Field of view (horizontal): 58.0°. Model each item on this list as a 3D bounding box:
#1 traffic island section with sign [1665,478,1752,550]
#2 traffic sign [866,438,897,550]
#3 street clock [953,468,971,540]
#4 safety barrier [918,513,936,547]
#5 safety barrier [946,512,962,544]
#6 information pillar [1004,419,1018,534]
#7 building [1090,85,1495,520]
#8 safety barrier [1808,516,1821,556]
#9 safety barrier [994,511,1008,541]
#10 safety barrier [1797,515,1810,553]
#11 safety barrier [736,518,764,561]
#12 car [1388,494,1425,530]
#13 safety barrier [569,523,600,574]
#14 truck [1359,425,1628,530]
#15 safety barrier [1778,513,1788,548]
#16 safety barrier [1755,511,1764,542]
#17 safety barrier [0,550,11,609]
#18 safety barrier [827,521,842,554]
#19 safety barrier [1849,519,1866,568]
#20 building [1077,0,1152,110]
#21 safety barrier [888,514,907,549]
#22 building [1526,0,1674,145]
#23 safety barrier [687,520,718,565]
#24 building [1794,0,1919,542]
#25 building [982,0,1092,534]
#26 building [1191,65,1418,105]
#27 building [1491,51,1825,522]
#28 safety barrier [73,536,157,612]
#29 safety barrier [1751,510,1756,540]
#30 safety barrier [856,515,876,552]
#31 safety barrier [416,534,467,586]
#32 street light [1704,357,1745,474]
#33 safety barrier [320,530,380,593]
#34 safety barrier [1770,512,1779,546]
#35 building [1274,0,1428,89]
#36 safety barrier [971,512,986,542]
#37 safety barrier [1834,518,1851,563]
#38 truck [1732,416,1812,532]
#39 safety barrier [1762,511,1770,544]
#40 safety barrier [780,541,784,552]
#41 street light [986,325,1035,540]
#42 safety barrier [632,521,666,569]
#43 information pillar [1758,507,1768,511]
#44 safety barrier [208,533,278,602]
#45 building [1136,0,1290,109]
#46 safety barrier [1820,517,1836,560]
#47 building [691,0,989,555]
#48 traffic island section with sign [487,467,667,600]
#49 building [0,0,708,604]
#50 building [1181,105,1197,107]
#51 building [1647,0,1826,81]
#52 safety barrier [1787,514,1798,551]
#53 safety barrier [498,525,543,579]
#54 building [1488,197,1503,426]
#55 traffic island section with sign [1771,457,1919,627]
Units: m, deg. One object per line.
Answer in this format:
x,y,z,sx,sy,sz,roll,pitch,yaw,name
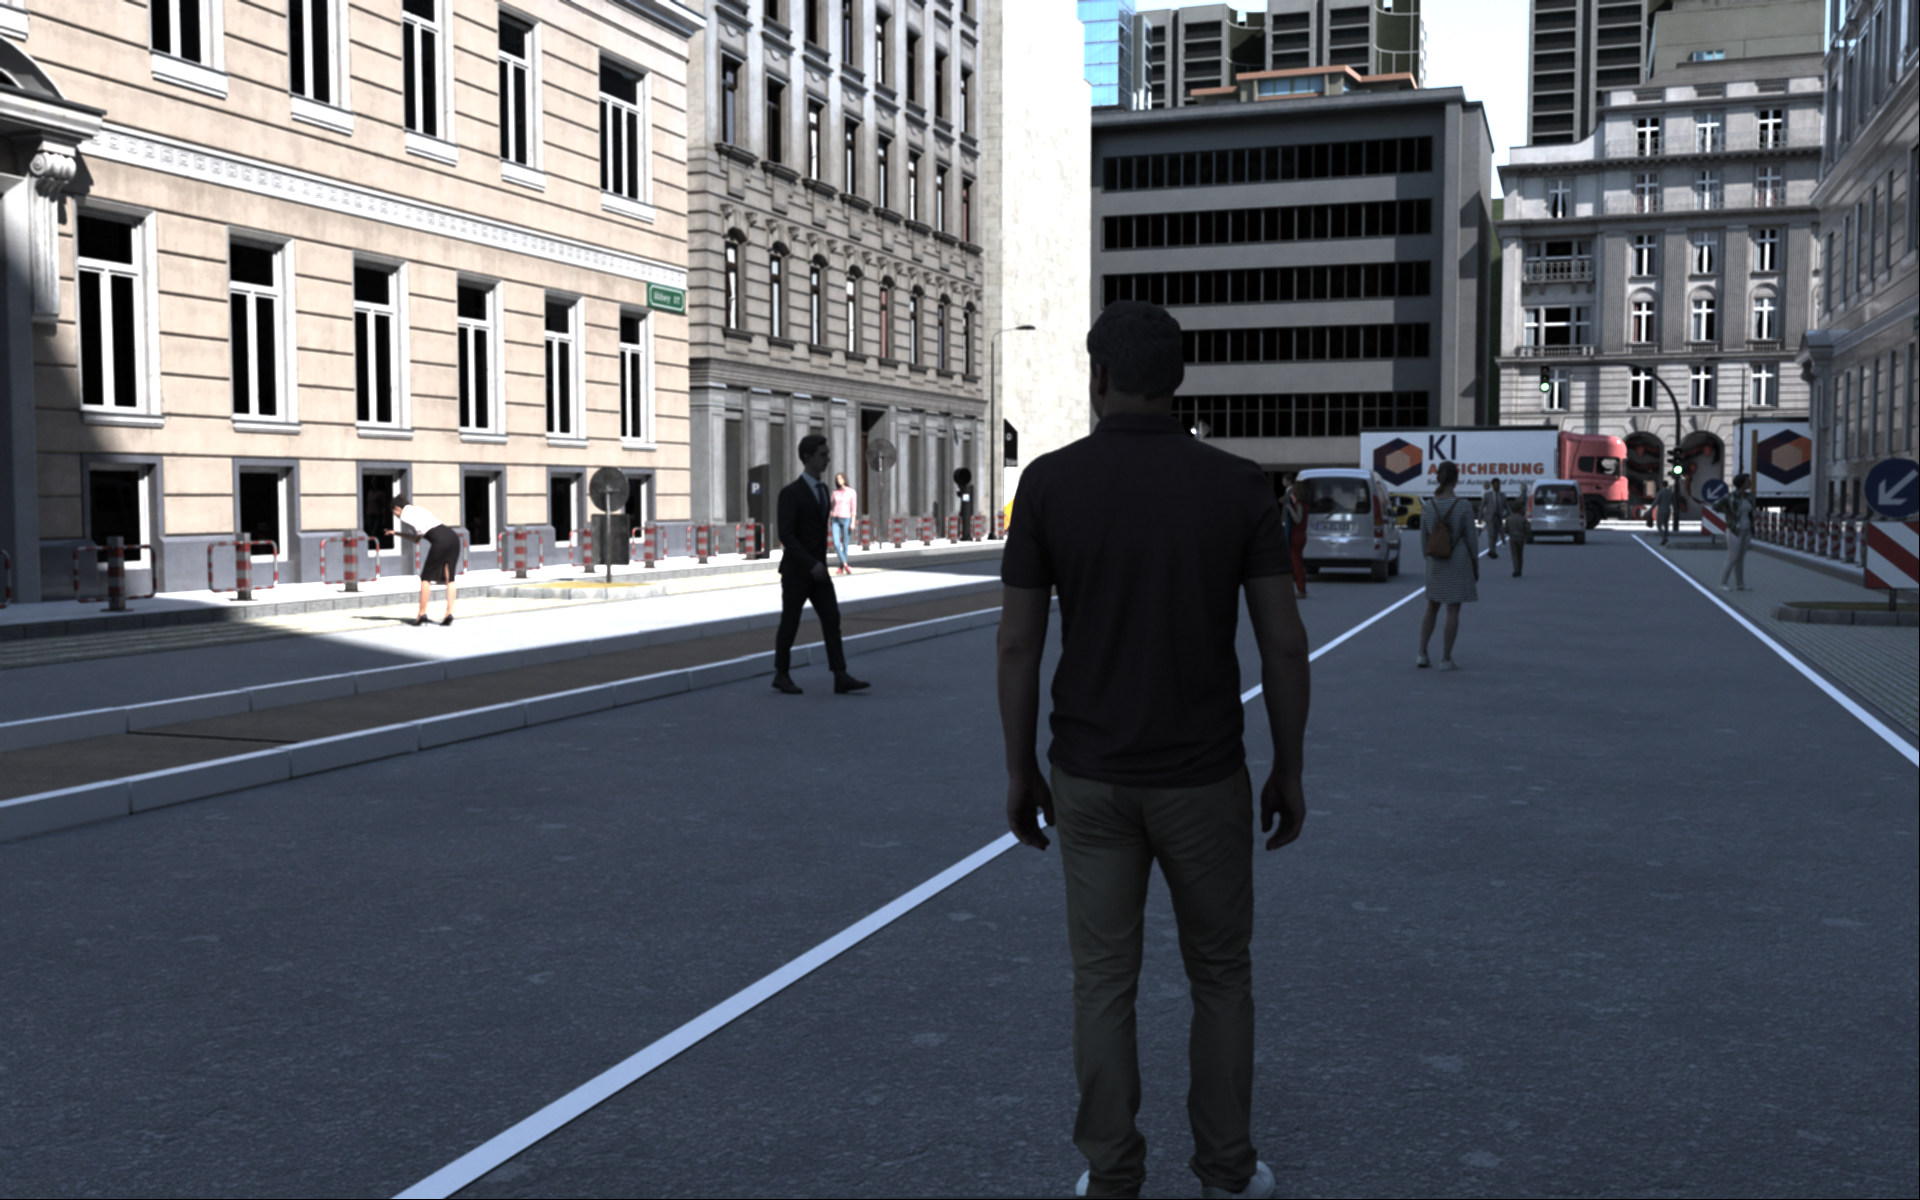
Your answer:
19.397,-2.219,44.913,1.989,1.847,2.006,1,4,20,traffic island section with sign
-1.825,-2.421,39.686,0.768,2.556,0.104,1,4,21,traffic sign
0.065,-2.657,48.005,0.471,2.002,0.358,-3,5,-39,street clock
-0.807,-1.719,42.382,0.300,0.817,1.120,1,4,20,safety barrier
-0.161,-1.830,44.187,0.300,0.817,1.120,1,4,20,safety barrier
1.561,-3.823,53.854,0.504,3.616,0.183,-2,4,-33,information pillar
12.843,-16.814,93.975,30.058,24.678,14.314,1,4,20,building
17.773,-1.308,35.668,0.300,0.817,1.120,1,4,20,safety barrier
1.136,-2.050,47.796,0.300,0.817,1.120,1,4,20,safety barrier
18.417,-1.419,37.474,0.300,0.817,1.120,1,4,20,safety barrier
-4.040,-1.166,33.346,0.300,0.817,1.120,1,4,20,safety barrier
17.149,-3.669,70.215,3.980,1.641,2.015,1,4,20,car
-5.979,-0.835,27.927,0.300,0.817,1.120,1,4,20,safety barrier
22.423,-5.079,71.962,11.283,4.237,2.839,1,4,18,truck
19.714,-1.640,41.091,0.300,0.817,1.120,1,4,20,safety barrier
21.651,-1.971,46.507,0.300,0.817,1.120,1,4,20,safety barrier
-9.859,-0.173,17.099,0.300,0.817,1.120,1,4,20,safety barrier
-2.744,-1.387,36.955,0.300,0.817,1.120,1,4,20,safety barrier
15.831,-0.976,30.241,0.300,0.817,1.120,1,4,20,safety barrier
11.306,-55.400,218.461,31.000,86.520,22.319,1,4,20,building
-1.453,-1.608,40.569,0.300,0.817,1.120,1,4,20,safety barrier
88.844,-48.966,238.849,20.611,71.187,20.563,1,4,20,building
-4.683,-1.056,31.540,0.300,0.817,1.120,1,4,20,safety barrier
30.428,-15.832,44.765,13.634,28.700,20.117,1,4,20,building
-4.808,-12.704,62.454,16.860,20.320,10.420,1,4,20,building
36.190,-32.166,180.538,22.147,44.769,28.867,1,4,20,building
38.730,-14.840,84.431,24.055,21.916,13.314,1,4,20,building
-9.210,-0.283,18.903,0.300,0.817,1.120,1,4,20,safety barrier
22.305,-2.082,48.319,0.300,0.817,1.120,1,4,20,safety barrier
-2.105,-1.498,38.762,0.300,0.817,1.120,1,4,20,safety barrier
-7.274,-0.614,24.319,0.300,0.817,1.120,1,4,20,safety barrier
25.894,-5.269,58.690,1.470,5.913,1.316,1,4,20,street light
-7.919,-0.504,22.513,0.300,0.817,1.120,1,4,20,safety barrier
20.357,-1.751,42.897,0.300,0.817,1.120,1,4,20,safety barrier
55.444,-49.618,249.505,20.611,71.187,20.563,1,4,20,building
0.485,-1.940,45.992,0.300,0.817,1.120,1,4,20,safety barrier
16.477,-1.087,32.050,0.300,0.817,1.120,1,4,20,safety barrier
34.064,-4.497,62.436,11.283,4.237,2.839,1,4,19,truck
21.006,-1.861,44.701,0.300,0.817,1.120,1,4,20,safety barrier
-3.391,-1.277,35.150,0.300,0.817,1.120,1,4,20,safety barrier
1.408,-4.613,47.955,1.470,5.913,1.316,1,4,20,street light
-5.330,-0.945,29.732,0.300,0.817,1.120,1,4,20,safety barrier
36.377,-4.520,78.396,0.304,2.012,0.304,-2,4,-27,information pillar
-8.564,-0.393,20.708,0.300,0.817,1.120,1,4,20,safety barrier
36.180,-50.066,256.830,20.611,71.187,20.563,1,4,20,building
17.124,-1.198,33.864,0.300,0.817,1.120,1,4,20,safety barrier
-6.604,-12.010,45.508,9.793,20.994,18.267,1,4,20,building
-5.221,-0.958,24.294,1.989,1.847,2.006,1,4,20,traffic island section with sign
-14.565,-14.793,27.770,13.634,28.700,20.117,1,4,20,building
41.253,-35.997,208.161,30.456,49.044,23.786,1,4,20,building
76.748,-33.099,164.863,21.300,48.544,21.600,1,4,20,building
19.067,-1.530,39.283,0.300,0.817,1.120,1,4,20,safety barrier
-6.624,-0.725,26.122,0.300,0.817,1.120,1,4,20,safety barrier
70.836,-34.151,241.955,14.086,41.232,14.154,1,4,20,building
10.304,-0.667,19.532,1.989,1.847,2.006,1,4,20,traffic island section with sign
